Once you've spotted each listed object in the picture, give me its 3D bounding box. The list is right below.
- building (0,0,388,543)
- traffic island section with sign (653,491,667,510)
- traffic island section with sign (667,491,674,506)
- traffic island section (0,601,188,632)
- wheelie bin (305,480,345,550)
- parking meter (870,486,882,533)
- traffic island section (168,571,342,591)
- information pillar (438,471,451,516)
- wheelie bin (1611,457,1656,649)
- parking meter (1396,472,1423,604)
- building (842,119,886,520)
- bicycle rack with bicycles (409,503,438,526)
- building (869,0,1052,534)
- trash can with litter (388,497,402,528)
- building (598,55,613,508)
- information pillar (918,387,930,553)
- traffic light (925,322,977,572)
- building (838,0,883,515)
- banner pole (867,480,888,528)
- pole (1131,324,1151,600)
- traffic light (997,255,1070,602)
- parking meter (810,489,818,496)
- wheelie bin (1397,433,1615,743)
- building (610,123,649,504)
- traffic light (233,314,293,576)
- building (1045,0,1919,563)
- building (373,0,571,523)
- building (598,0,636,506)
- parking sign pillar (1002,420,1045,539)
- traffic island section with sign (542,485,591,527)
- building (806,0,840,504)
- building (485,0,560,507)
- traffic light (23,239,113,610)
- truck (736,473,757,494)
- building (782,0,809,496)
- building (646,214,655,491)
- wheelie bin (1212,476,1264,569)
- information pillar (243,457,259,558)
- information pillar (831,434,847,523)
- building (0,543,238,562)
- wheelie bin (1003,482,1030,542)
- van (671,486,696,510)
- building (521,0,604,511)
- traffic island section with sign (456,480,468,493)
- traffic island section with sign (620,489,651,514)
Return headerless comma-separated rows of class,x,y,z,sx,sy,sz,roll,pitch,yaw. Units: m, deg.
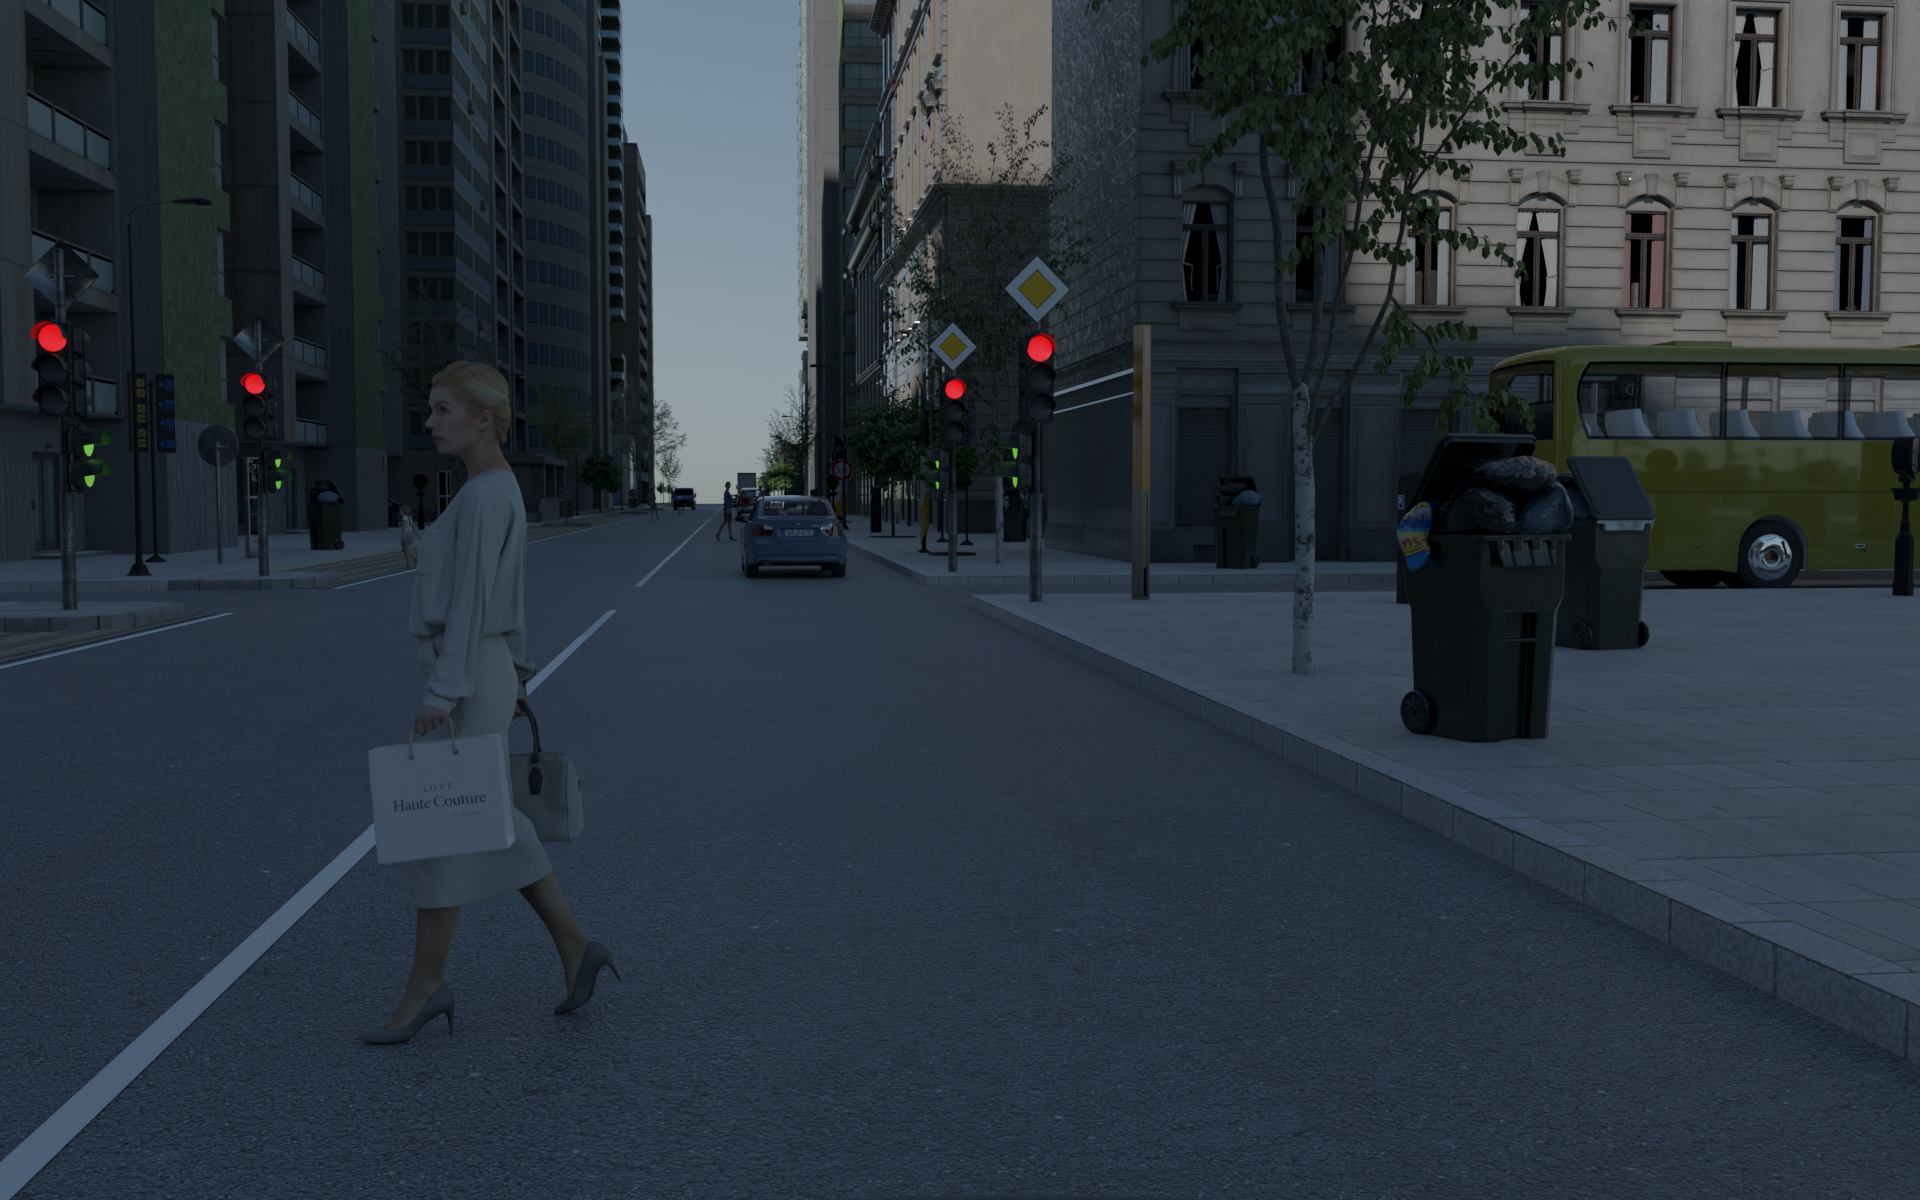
building,-27.150,-22.709,54.882,14.154,41.232,14.086,0,4,-7
traffic island section with sign,-27.220,-8.841,153.179,1.989,1.847,2.006,0,4,-7
traffic island section with sign,-34.242,-12.160,207.448,1.989,1.847,2.006,0,4,-7
traffic island section,-9.928,0.183,19.285,2.009,0.180,2.903,0,4,-7
wheelie bin,-14.604,-1.954,39.861,0.980,1.594,0.693,2,4,33
parking meter,-2.805,-3.023,57.841,0.372,1.533,0.369,0,3,0
traffic island section,-10.950,-0.301,27.205,2.009,0.180,2.903,0,4,-7
information pillar,-16.385,-3.093,55.063,0.304,2.012,0.304,0,4,5
wheelie bin,5.296,-0.402,14.480,0.980,1.594,0.693,-1,4,-21
parking meter,5.319,-0.728,20.310,0.372,1.533,0.369,0,3,0
building,1.091,-15.331,92.459,13.314,21.916,24.055,0,4,-7
bicycle rack with bicycles,-21.069,-3.484,70.353,2.925,0.926,2.852,-2,4,-24
building,3.602,-16.549,67.836,12.463,27.353,25.104,0,4,-7
trash can with litter,-21.445,-3.342,66.034,1.055,1.170,0.624,-3,5,-39
building,-39.157,-28.892,155.974,14.154,41.232,14.086,0,4,-7
information pillar,-0.770,-2.838,37.756,0.183,3.616,0.504,-1,4,-14
traffic light,-0.139,-2.419,28.477,0.839,4.253,0.868,0,4,-7
building,-1.051,-26.333,114.135,14.154,41.232,14.086,0,4,-7
banner pole,-3.074,-4.570,64.742,0.863,3.779,0.401,0,4,3
pole,2.197,-1.660,20.985,0.158,3.312,0.155,0,3,0
traffic light,0.883,-1.935,20.557,0.839,4.253,0.868,0,4,-7
parking meter,-7.267,-4.751,86.092,0.372,1.533,0.369,0,3,0
wheelie bin,2.812,-0.078,9.189,0.980,1.594,0.693,-2,4,-25
building,-52.188,-36.854,226.271,21.300,48.544,21.600,0,4,-7
traffic light,-10.909,-2.334,27.075,0.839,4.253,0.868,0,4,-7
building,11.464,-11.498,37.144,18.267,20.994,9.793,0,4,-7
building,-35.552,-23.802,81.044,32.217,40.220,23.993,0,4,-7
building,-48.790,-54.215,199.080,22.319,86.520,31.000,0,4,-7
parking sign pillar,1.773,-3.794,50.499,1.447,3.967,1.447,-3,4,-36
traffic island section with sign,-17.294,-4.136,76.249,1.989,1.847,2.006,0,4,-7
building,-3.888,-38.005,163.385,21.231,58.520,28.212,0,4,-7
building,-36.569,-41.057,109.541,20.563,71.187,20.611,0,4,-7
traffic light,-9.887,-1.849,19.156,0.839,4.253,0.868,0,4,-7
truck,-28.468,-14.808,231.017,2.839,4.237,11.283,0,4,-7
building,-14.095,-57.081,245.945,22.319,86.520,31.000,0,4,-7
building,-50.856,-34.368,245.508,14.154,41.232,14.086,0,4,-7
wheelie bin,4.771,-1.340,29.816,0.980,1.594,0.693,3,4,36
information pillar,-14.167,-1.851,34.753,0.304,2.012,0.304,-3,4,-36
information pillar,-4.673,-4.671,67.728,0.504,3.616,0.183,-1,4,-16
building,-23.608,-21.377,33.111,14.154,41.232,14.086,0,4,-7
wheelie bin,1.490,-2.356,46.431,0.693,1.594,0.980,1,4,20
van,-24.799,-9.266,155.883,2.240,2.365,5.245,0,4,-7
building,-39.664,-36.214,134.097,21.231,58.520,28.212,0,4,-7
traffic island section with sign,-13.683,-2.422,48.223,1.989,1.847,2.006,0,4,-7
traffic island section with sign,-23.713,-7.175,125.931,1.989,1.847,2.006,0,4,-7
